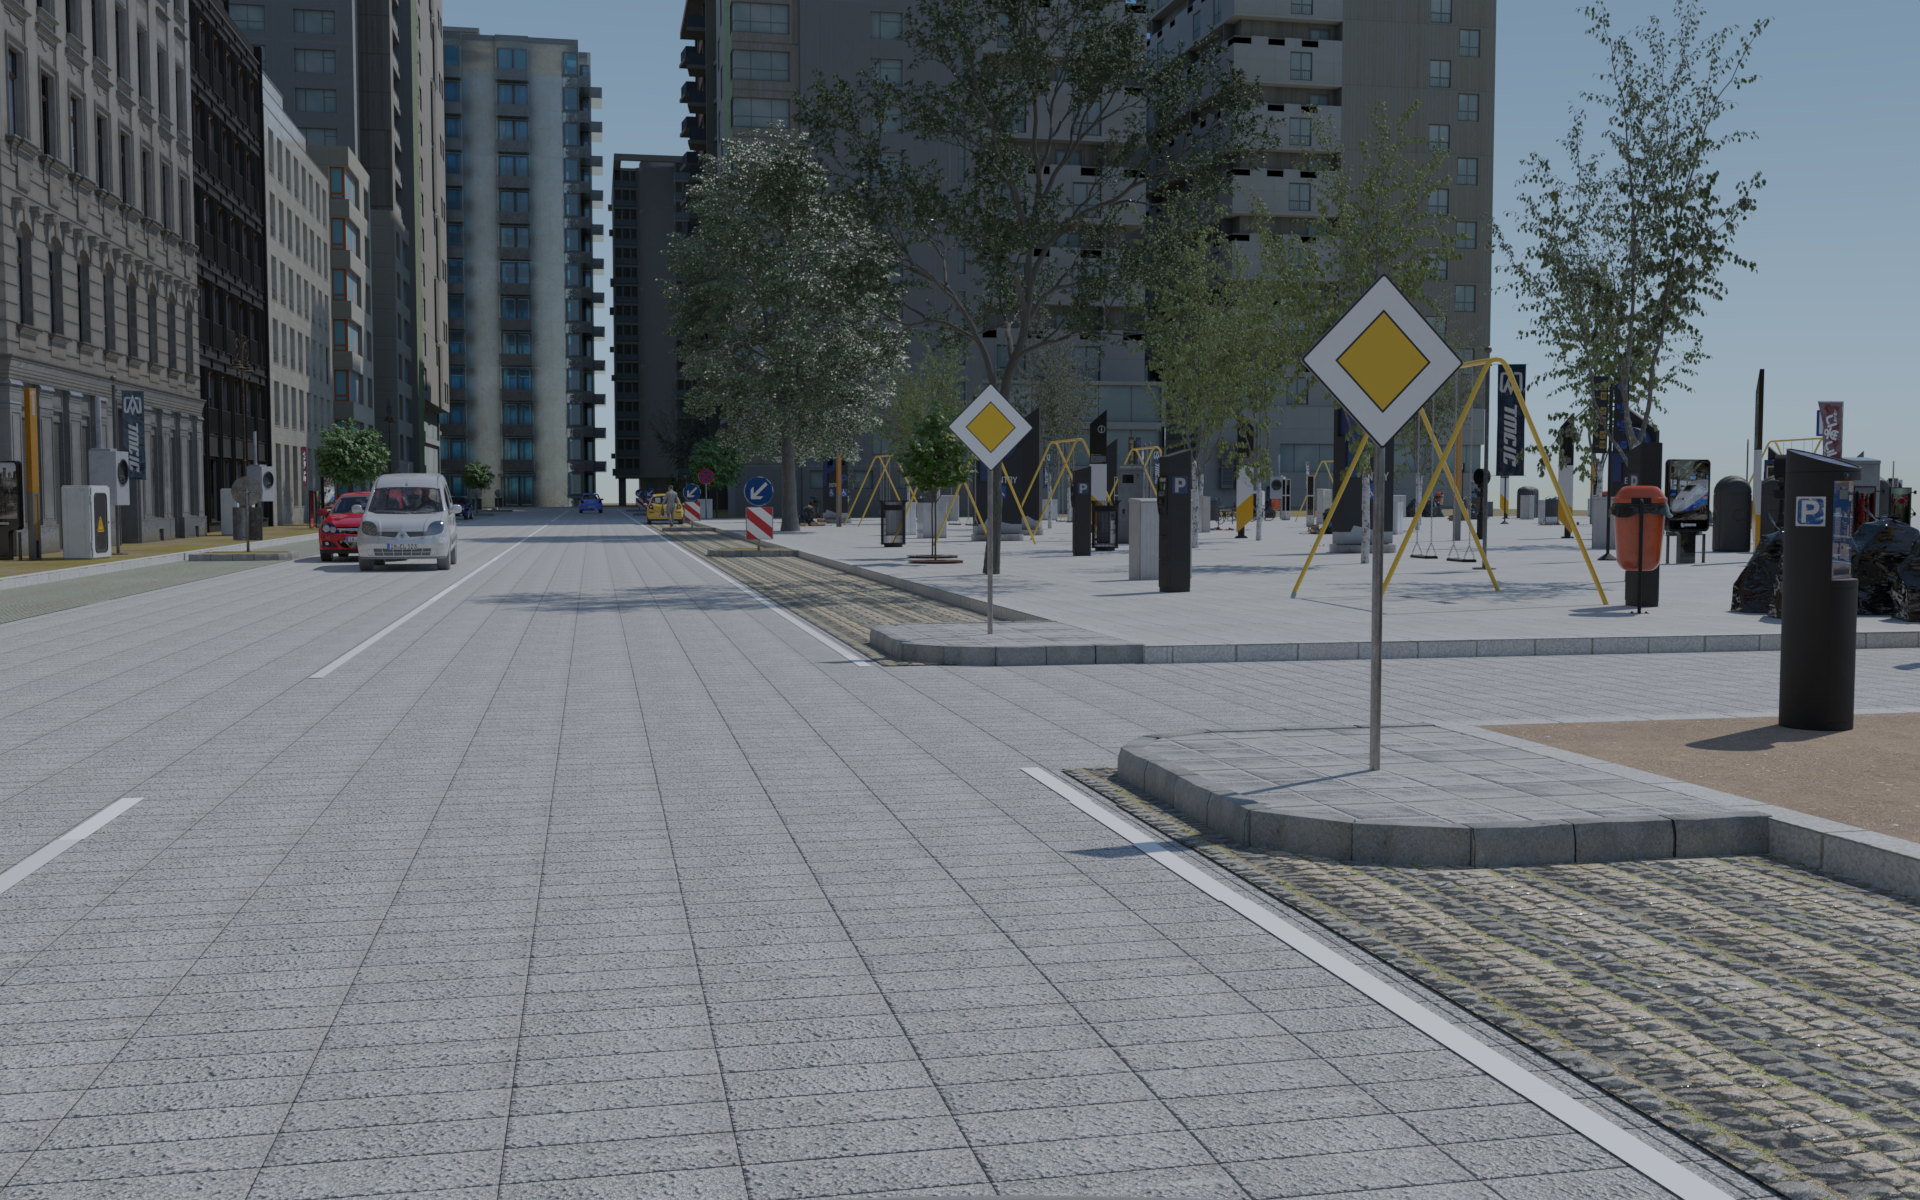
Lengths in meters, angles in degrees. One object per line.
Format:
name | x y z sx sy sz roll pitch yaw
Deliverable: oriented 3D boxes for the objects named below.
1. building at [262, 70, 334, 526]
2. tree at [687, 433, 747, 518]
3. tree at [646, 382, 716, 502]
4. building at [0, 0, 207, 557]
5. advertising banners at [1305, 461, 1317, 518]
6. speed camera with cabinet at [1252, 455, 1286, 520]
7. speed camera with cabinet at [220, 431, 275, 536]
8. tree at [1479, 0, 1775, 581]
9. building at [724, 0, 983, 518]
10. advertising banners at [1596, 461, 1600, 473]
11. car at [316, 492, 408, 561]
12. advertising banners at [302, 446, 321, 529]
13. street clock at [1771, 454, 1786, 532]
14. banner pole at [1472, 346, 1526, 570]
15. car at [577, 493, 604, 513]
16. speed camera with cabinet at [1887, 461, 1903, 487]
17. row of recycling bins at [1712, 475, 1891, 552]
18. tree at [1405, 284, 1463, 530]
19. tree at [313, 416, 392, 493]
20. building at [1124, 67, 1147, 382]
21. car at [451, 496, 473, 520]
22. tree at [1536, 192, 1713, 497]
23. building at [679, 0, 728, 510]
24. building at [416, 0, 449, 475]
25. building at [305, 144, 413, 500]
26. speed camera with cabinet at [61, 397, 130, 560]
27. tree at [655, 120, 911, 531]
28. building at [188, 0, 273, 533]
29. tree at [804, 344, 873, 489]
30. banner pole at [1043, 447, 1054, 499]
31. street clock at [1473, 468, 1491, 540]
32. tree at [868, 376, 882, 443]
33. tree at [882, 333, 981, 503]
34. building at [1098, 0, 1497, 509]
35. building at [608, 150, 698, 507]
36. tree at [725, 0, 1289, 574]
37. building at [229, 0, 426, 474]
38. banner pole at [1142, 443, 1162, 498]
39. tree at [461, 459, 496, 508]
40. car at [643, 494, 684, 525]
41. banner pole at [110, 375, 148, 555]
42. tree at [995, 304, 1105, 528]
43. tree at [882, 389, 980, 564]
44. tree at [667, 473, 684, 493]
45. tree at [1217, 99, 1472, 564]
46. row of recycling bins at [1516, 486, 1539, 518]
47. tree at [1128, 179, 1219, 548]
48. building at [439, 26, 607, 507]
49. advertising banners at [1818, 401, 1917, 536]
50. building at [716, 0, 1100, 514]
building | -33.882 -13.461 74.840 10.420 20.320 16.860 -1 4 -12
tree | -12.873 -6.595 91.548 4.285 4.588 4.351 0 3 0
tree | -17.954 -9.891 112.072 4.360 8.622 3.978 0 3 0
building | -25.688 -11.824 42.477 9.793 20.994 18.267 -1 4 -12
advertising banners | 19.014 -5.927 93.094 0.090 3.025 2.074 3 4 38
speed camera with cabinet | 15.296 -5.670 87.044 2.038 3.252 0.660 2 4 24
speed camera with cabinet | -22.224 -3.652 54.045 0.660 3.252 2.038 1 4 12
tree | 9.892 -4.596 25.503 4.360 8.622 3.978 0 3 0
building | -6.821 -25.561 101.512 14.154 41.232 14.086 -1 4 -12
advertising banners | 34.076 -5.803 91.074 0.090 3.025 2.074 -1 4 -20
car | -13.048 -1.793 38.358 2.155 1.783 4.494 -1 4 -13
advertising banners | -24.075 -4.164 64.265 0.090 3.025 2.074 0 4 -4
street clock | 14.998 -1.655 31.623 0.358 2.002 0.471 2 4 34
banner pole | 9.166 -2.407 29.379 0.863 3.779 0.401 0 4 8
car | -27.762 -7.377 130.199 1.945 1.707 3.694 -1 4 -13
speed camera with cabinet | 54.997 -6.657 103.181 2.038 3.252 0.660 0 4 -1
row of recycling bins | 18.362 -1.880 37.844 3.534 1.692 1.069 2 4 26
tree | 16.466 -6.778 61.177 4.360 8.622 3.978 0 3 0
tree | -25.485 -5.431 72.511 4.285 4.588 4.351 0 3 0
building | 8.673 -29.273 162.200 14.086 41.232 14.154 -1 4 -12
car | -28.217 -5.146 96.722 1.945 1.354 3.894 -1 4 -11
tree | 16.241 -5.685 43.313 4.737 8.622 4.395 0 3 0
building | -12.757 -30.321 150.376 22.147 44.769 28.867 -1 4 -12
building | -56.341 -33.730 140.727 27.495 52.752 28.713 -1 4 -12
building | -46.845 -15.445 97.562 27.650 21.520 28.899 -1 4 -12
speed camera with cabinet | -17.278 -2.465 34.641 0.660 3.252 2.038 0 4 -6
tree | -5.848 -9.354 59.593 9.857 13.997 8.962 0 3 0
building | -31.452 -14.000 58.583 12.332 23.373 15.834 -1 4 -12
tree | -6.173 -7.970 80.669 4.360 8.622 3.978 0 3 0
banner pole | 4.685 -6.154 90.630 0.863 3.779 0.401 -2 4 -24
street clock | 14.715 -2.709 48.867 0.358 2.002 0.471 -2 4 -26
tree | -2.682 -8.346 86.814 4.737 8.622 4.395 0 3 0
tree | -0.992 -7.663 75.660 4.737 8.622 4.395 0 3 0
building | 30.433 -34.874 159.433 27.495 52.752 28.713 -1 4 -12
building | -26.179 -30.476 190.161 23.993 40.220 32.217 -1 4 -12
tree | 0.524 -5.669 27.098 8.767 10.594 7.601 0 4 -7
building | -45.089 -26.658 119.455 14.154 41.232 14.086 -1 4 -12
banner pole | 9.459 -5.771 84.380 0.863 3.779 0.401 -1 4 -9
tree | -45.220 -10.929 162.401 4.285 4.588 4.351 0 3 0
car | -14.050 -4.417 82.445 2.015 1.641 3.980 -1 4 -10
banner pole | -17.682 -2.859 36.761 0.401 3.779 0.863 3 5 42
tree | 3.244 -6.959 64.146 4.360 8.622 3.978 0 3 0
tree | -0.569 -2.290 32.044 1.663 3.219 1.824 0 3 0
tree | -24.538 -9.341 147.321 1.663 3.219 1.824 0 3 0
tree | 7.247 -4.976 31.725 4.737 8.622 4.395 0 3 0
row of recycling bins | 30.545 -5.257 93.071 1.069 1.692 3.534 1 4 23
tree | 5.646 -5.517 40.558 4.737 8.622 4.395 0 3 0
building | -52.607 -34.294 180.308 30.456 49.044 23.786 -1 4 -12
advertising banners | 17.134 -2.237 32.761 2.074 3.025 0.090 0 4 -8
building | -2.873 -32.665 123.314 28.713 52.752 27.495 -1 4 -12
